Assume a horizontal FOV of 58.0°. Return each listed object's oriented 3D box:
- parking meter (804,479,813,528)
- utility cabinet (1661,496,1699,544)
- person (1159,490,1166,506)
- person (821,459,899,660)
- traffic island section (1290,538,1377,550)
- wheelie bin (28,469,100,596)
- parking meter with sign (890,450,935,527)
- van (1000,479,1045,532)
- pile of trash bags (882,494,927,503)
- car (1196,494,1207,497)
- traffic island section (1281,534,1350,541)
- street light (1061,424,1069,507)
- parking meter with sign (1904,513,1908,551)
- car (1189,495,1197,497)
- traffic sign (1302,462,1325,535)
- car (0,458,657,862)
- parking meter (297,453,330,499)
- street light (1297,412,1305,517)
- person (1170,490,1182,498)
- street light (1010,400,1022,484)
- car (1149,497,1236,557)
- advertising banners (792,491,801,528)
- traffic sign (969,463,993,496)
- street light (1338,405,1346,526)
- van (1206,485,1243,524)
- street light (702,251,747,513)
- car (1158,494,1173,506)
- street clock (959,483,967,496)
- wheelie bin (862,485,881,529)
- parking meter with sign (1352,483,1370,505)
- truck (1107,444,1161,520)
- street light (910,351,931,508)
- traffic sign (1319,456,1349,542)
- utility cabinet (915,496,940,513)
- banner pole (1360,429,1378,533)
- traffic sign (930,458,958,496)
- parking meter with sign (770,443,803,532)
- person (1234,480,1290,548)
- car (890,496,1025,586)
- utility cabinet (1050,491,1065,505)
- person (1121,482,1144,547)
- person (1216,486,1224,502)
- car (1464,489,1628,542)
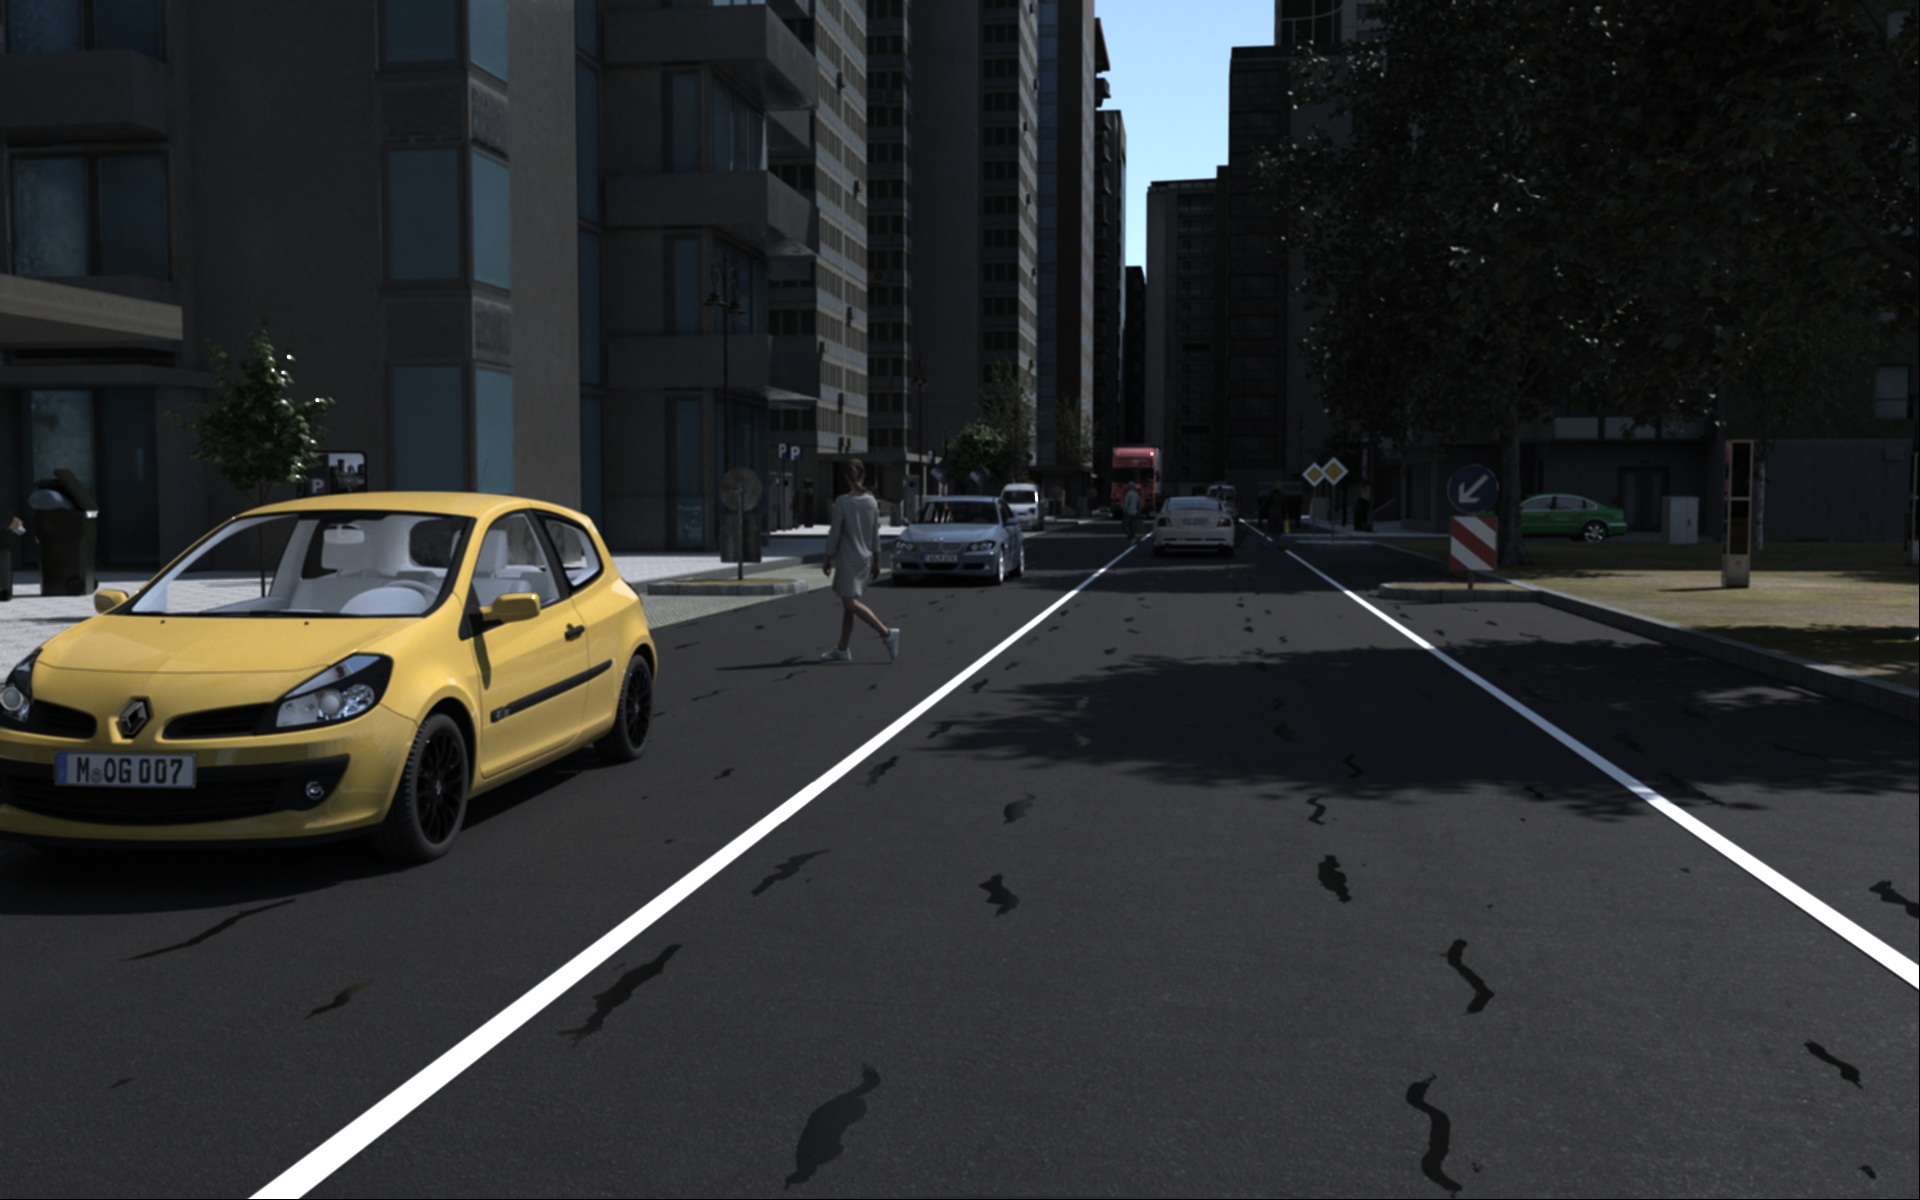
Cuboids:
[{"bbox_3d":[-5.772,-3.689,66.022,0.255,1.863,0.399,-2,4,-24],"label":"parking meter"},{"bbox_3d":[18.654,-2.062,44.871,1.020,1.237,0.306,-2,4,-25],"label":"utility cabinet"},{"bbox_3d":[17.265,-8.465,147.625,0.721,1.743,1.217,-1,4,-22],"label":"person"},{"bbox_3d":[-0.853,-0.342,14.835,0.760,1.731,0.466,1,4,18],"label":"person"},{"bbox_3d":[9.975,-1.465,46.240,2.009,0.180,2.903,0,4,8],"label":"traffic island section"},{"bbox_3d":[-11.349,-0.858,21.939,0.693,1.594,0.980,-1,4,-13],"label":"wheelie bin"},{"bbox_3d":[-1.895,-4.414,68.430,1.738,3.016,0.543,-1,4,-23],"label":"parking meter with sign"},{"bbox_3d":[2.315,-3.646,66.626,2.013,2.044,4.112,0,4,7],"label":"van"},{"bbox_3d":[-2.960,-5.296,96.345,3.447,1.369,1.912,-1,4,-19],"label":"pile of trash bags"},{"bbox_3d":[19.677,-7.968,139.071,1.959,1.807,4.718,1,4,10],"label":"car"},{"bbox_3d":[11.083,-1.949,54.149,2.009,0.180,2.903,0,4,8],"label":"traffic island section"},{"bbox_3d":[7.011,-8.702,115.067,0.468,5.910,1.993,0,4,8],"label":"street light"},{"bbox_3d":[22.020,-2.625,39.173,1.738,3.016,0.543,-3,4,-36],"label":"parking meter with sign"},{"bbox_3d":[19.691,-8.085,144.766,1.945,1.354,3.894,0,4,6],"label":"car"},{"bbox_3d":[11.059,-3.085,54.075,0.795,2.450,0.064,0,4,8],"label":"traffic sign"},{"bbox_3d":[-2.719,0.133,8.045,2.015,1.641,3.980,0,4,7],"label":"car"},{"bbox_3d":[-9.268,-1.171,24.855,0.399,1.863,0.255,-3,5,-41],"label":"parking meter"},{"bbox_3d":[19.281,-7.656,97.961,0.468,5.910,1.993,0,4,8],"label":"street light"},{"bbox_3d":[19.356,-8.949,154.906,1.350,1.814,0.705,0,4,-1],"label":"person"},{"bbox_3d":[2.780,-6.888,85.414,0.468,5.910,1.993,0,4,8],"label":"street light"},{"bbox_3d":[5.498,-1.747,40.924,2.083,1.381,4.827,0,4,7],"label":"car"},{"bbox_3d":[-6.912,-4.239,65.491,2.074,3.025,0.090,2,4,27],"label":"advertising banners"},{"bbox_3d":[0.669,-3.175,55.546,0.795,2.450,0.064,0,4,8],"label":"traffic sign"},{"bbox_3d":[15.220,-5.856,68.539,0.468,5.910,1.993,0,4,8],"label":"street light"},{"bbox_3d":[12.815,-4.751,84.682,2.013,2.044,4.112,1,4,9],"label":"van"},{"bbox_3d":[-4.471,-3.691,33.133,0.468,5.910,1.993,0,4,8],"label":"street light"},{"bbox_3d":[24.153,-11.730,203.783,2.014,1.417,4.499,1,4,9],"label":"car"},{"bbox_3d":[0.186,-4.941,85.353,0.358,2.002,0.471,-3,5,-40],"label":"street clock"},{"bbox_3d":[-3.352,-3.370,63.011,0.980,1.594,0.693,-3,5,-43],"label":"wheelie bin"},{"bbox_3d":[24.028,-6.476,102.142,1.738,3.016,0.543,1,4,9],"label":"parking meter with sign"},{"bbox_3d":[10.095,-6.733,99.002,2.839,4.237,11.283,1,4,8],"label":"truck"},{"bbox_3d":[-1.277,-5.089,55.991,0.468,5.910,1.993,0,4,8],"label":"street light"},{"bbox_3d":[9.951,-2.601,46.167,0.795,2.450,0.064,0,4,8],"label":"traffic sign"},{"bbox_3d":[-1.199,-3.353,65.979,1.020,1.237,0.306,0,4,3],"label":"utility cabinet"},{"bbox_3d":[13.559,-4.132,57.582,0.401,3.779,0.863,-2,4,-29],"label":"banner pole"},{"bbox_3d":[-0.439,-2.691,47.637,0.795,2.450,0.064,0,4,8],"label":"traffic sign"},{"bbox_3d":[-6.358,-4.003,61.716,0.543,3.016,1.738,2,4,33],"label":"parking meter with sign"},{"bbox_3d":[7.996,-2.275,45.906,1.509,1.804,0.699,2,4,29],"label":"person"},{"bbox_3d":[0.036,-1.025,28.755,2.014,1.417,4.499,1,4,9],"label":"car"},{"bbox_3d":[7.192,-7.259,127.356,1.173,1.500,0.318,2,4,28],"label":"utility cabinet"},{"bbox_3d":[4.762,-2.350,47.401,0.515,1.767,0.782,3,5,44],"label":"person"},{"bbox_3d":[12.184,-4.422,80.830,0.654,1.822,0.581,1,4,9],"label":"person"},{"bbox_3d":[16.499,-2.483,49.388,4.718,1.807,1.959,0,4,7],"label":"car"}]
